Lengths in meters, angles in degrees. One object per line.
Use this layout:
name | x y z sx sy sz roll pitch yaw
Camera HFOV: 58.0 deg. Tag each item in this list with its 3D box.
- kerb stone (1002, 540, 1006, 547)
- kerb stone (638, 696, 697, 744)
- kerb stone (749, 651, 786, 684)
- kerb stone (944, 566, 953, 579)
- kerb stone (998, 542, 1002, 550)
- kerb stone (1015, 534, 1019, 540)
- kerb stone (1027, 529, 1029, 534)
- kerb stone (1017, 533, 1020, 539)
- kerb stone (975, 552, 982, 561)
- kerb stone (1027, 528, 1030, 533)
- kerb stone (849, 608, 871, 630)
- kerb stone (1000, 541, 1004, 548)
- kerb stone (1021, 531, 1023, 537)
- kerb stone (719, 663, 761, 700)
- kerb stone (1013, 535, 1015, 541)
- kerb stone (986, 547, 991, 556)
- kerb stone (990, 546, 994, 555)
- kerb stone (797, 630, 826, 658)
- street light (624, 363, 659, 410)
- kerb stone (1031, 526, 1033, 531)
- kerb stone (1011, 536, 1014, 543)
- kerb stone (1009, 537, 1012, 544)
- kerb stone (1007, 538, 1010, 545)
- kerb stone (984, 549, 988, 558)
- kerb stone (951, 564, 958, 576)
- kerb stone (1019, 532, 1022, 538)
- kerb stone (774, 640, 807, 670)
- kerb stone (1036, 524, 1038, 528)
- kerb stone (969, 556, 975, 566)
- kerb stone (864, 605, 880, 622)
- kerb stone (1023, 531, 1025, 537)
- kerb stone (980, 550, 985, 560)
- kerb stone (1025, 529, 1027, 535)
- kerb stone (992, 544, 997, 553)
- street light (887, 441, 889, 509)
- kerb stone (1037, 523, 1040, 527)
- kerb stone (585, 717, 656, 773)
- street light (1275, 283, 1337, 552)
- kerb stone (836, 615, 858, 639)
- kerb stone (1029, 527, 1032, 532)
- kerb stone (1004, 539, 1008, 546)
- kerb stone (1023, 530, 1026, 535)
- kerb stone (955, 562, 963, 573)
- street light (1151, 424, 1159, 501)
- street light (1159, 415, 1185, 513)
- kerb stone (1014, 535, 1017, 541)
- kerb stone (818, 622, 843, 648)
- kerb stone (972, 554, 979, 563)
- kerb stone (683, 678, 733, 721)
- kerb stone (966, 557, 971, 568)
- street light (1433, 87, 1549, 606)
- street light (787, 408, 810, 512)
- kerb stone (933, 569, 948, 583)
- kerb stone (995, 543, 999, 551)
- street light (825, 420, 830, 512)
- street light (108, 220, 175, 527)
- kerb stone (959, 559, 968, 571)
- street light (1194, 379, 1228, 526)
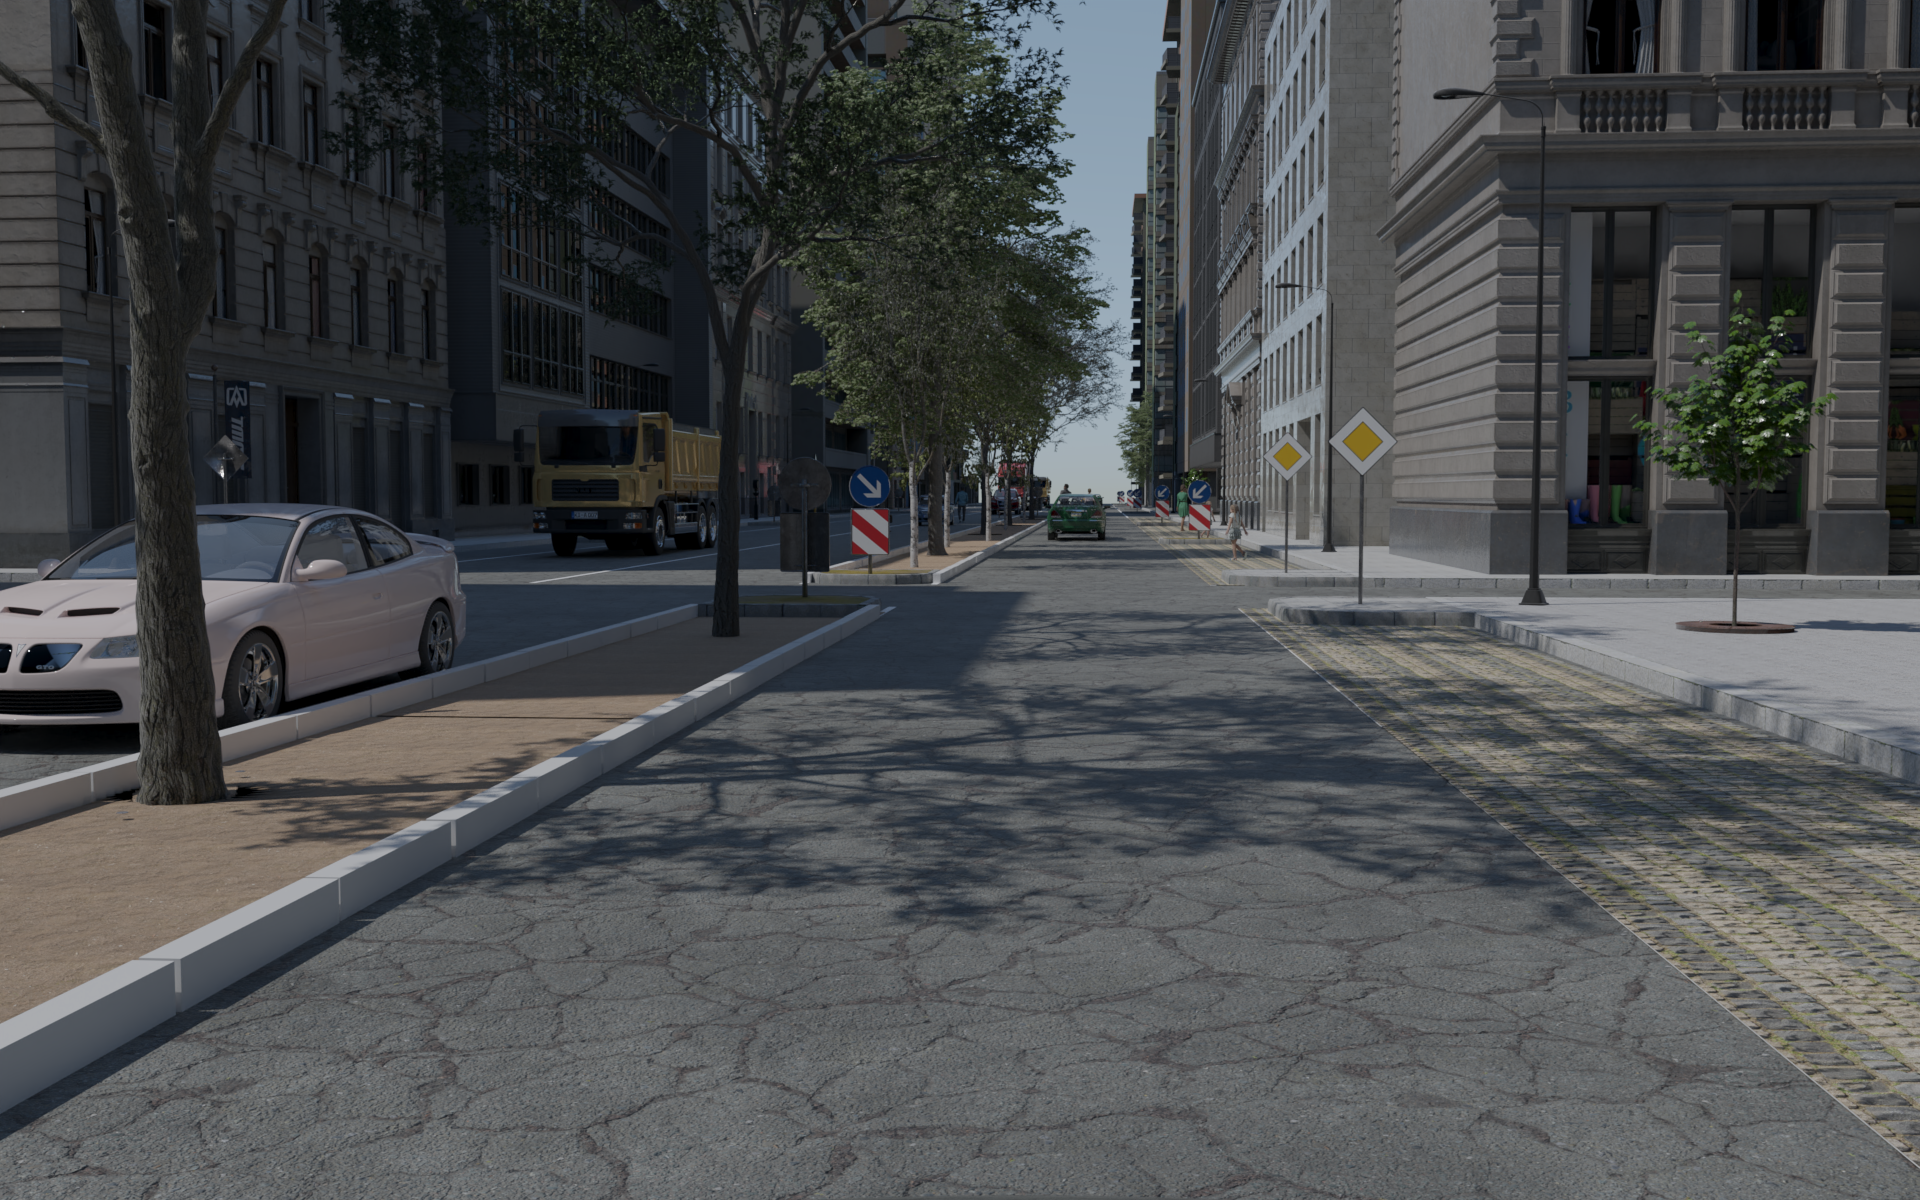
kerb stone | 1.055 -1.436 45.671 0.120 0.150 1.000 0 4 5
kerb stone | -1.767 0.722 10.385 0.120 0.150 1.000 0 4 5
kerb stone | -1.524 0.535 13.447 0.120 0.150 1.000 0 4 5
kerb stone | -0.256 -0.432 29.303 0.120 0.150 1.000 0 4 5
kerb stone | 0.899 -1.310 43.618 0.120 0.150 1.000 0 4 5
kerb stone | 1.630 -1.874 52.830 0.120 0.150 1.000 0 4 5
kerb stone | 2.206 -2.311 59.982 0.120 0.150 1.000 0 4 5
kerb stone | 1.706 -1.934 53.852 0.120 0.150 1.000 0 4 5
kerb stone | 0.325 -0.873 36.473 0.120 0.150 1.000 0 4 5
kerb stone | 2.284 -2.374 61.004 0.120 0.150 1.000 0 4 5
kerb stone | -1.111 0.222 18.561 0.120 0.150 1.000 0 4 5
kerb stone | 0.975 -1.373 44.650 0.120 0.150 1.000 0 4 5
kerb stone | 1.873 -2.060 55.895 0.120 0.150 1.000 0 4 5
kerb stone | -1.600 0.597 12.427 0.120 0.150 1.000 0 4 5
kerb stone | 1.465 -1.740 50.785 0.120 0.150 1.000 0 4 5
kerb stone | 0.561 -1.060 39.530 0.120 0.150 1.000 0 4 5
kerb stone | 0.650 -1.119 40.557 0.120 0.150 1.000 0 4 5
kerb stone | -1.360 0.410 15.493 0.120 0.150 1.000 0 4 5
street light | -11.362 -5.447 61.595 1.470 5.913 1.316 0 4 5
kerb stone | 2.527 -2.562 64.079 0.120 0.150 1.000 0 4 5
kerb stone | 1.384 -1.685 49.765 0.120 0.150 1.000 0 4 5
kerb stone | 1.302 -1.623 48.739 0.120 0.150 1.000 0 4 5
kerb stone | 1.218 -1.561 47.721 0.120 0.150 1.000 0 4 5
kerb stone | 0.477 -0.995 38.512 0.120 0.150 1.000 0 4 5
kerb stone | -0.171 -0.497 30.328 0.120 0.150 1.000 0 4 5
kerb stone | 1.788 -1.999 54.877 0.120 0.150 1.000 0 4 5
kerb stone | -1.444 0.473 14.469 0.120 0.150 1.000 0 4 5
kerb stone | 2.931 -2.874 69.190 0.120 0.150 1.000 0 4 5
kerb stone | 0.157 -0.739 34.417 0.120 0.150 1.000 0 4 5
kerb stone | -1.030 0.160 19.582 0.120 0.150 1.000 0 4 5
kerb stone | 1.956 -2.124 56.926 0.120 0.150 1.000 0 4 5
kerb stone | 0.400 -0.935 37.492 0.120 0.150 1.000 0 4 5
kerb stone | 2.125 -2.249 58.963 0.120 0.150 1.000 0 4 5
kerb stone | 0.727 -1.185 41.576 0.120 0.150 1.000 0 4 5
street light | -5.274 -10.150 138.497 1.470 5.913 1.316 0 4 5
kerb stone | 3.102 -2.995 71.228 0.120 0.150 1.000 0 4 5
kerb stone | -1.845 0.785 9.366 0.120 0.150 1.000 0 4 5
street light | 7.620 -4.014 38.167 1.470 5.913 1.316 0 4 5
kerb stone | -1.184 0.286 17.541 0.120 0.150 1.000 0 4 5
kerb stone | 2.449 -2.495 63.058 0.120 0.150 1.000 0 4 5
kerb stone | 1.136 -1.498 46.695 0.120 0.150 1.000 0 4 5
kerb stone | 2.036 -2.183 57.945 0.120 0.150 1.000 0 4 5
kerb stone | -0.084 -0.556 31.350 0.120 0.150 1.000 0 4 5
street light | 13.624 -8.712 114.976 1.470 5.913 1.316 0 4 5
street light | 12.626 -7.904 101.775 1.470 5.913 1.316 0 4 5
kerb stone | 1.541 -1.804 51.804 0.120 0.150 1.000 0 4 5
kerb stone | -1.273 0.348 16.511 0.120 0.150 1.000 0 4 5
kerb stone | 0.234 -0.806 35.444 0.120 0.150 1.000 0 4 5
kerb stone | -1.680 0.662 11.408 0.120 0.150 1.000 0 4 5
kerb stone | 0.075 -0.685 33.387 0.120 0.150 1.000 0 4 5
street light | 6.107 -2.898 19.929 1.470 5.913 1.316 0 4 5
street light | -8.759 -7.391 93.391 1.470 5.913 1.316 0 4 5
kerb stone | -0.335 -0.372 28.281 0.120 0.150 1.000 0 4 5
kerb stone | 0.820 -1.244 42.599 0.120 0.150 1.000 0 4 5
street light | -7.743 -8.164 106.022 1.470 5.913 1.316 0 4 5
street light | -13.899 -3.484 29.509 1.470 5.913 1.316 0 4 5
kerb stone | -0.002 -0.622 32.368 0.120 0.150 1.000 0 4 5
street light | 10.140 -5.959 69.970 1.470 5.913 1.316 0 4 5
